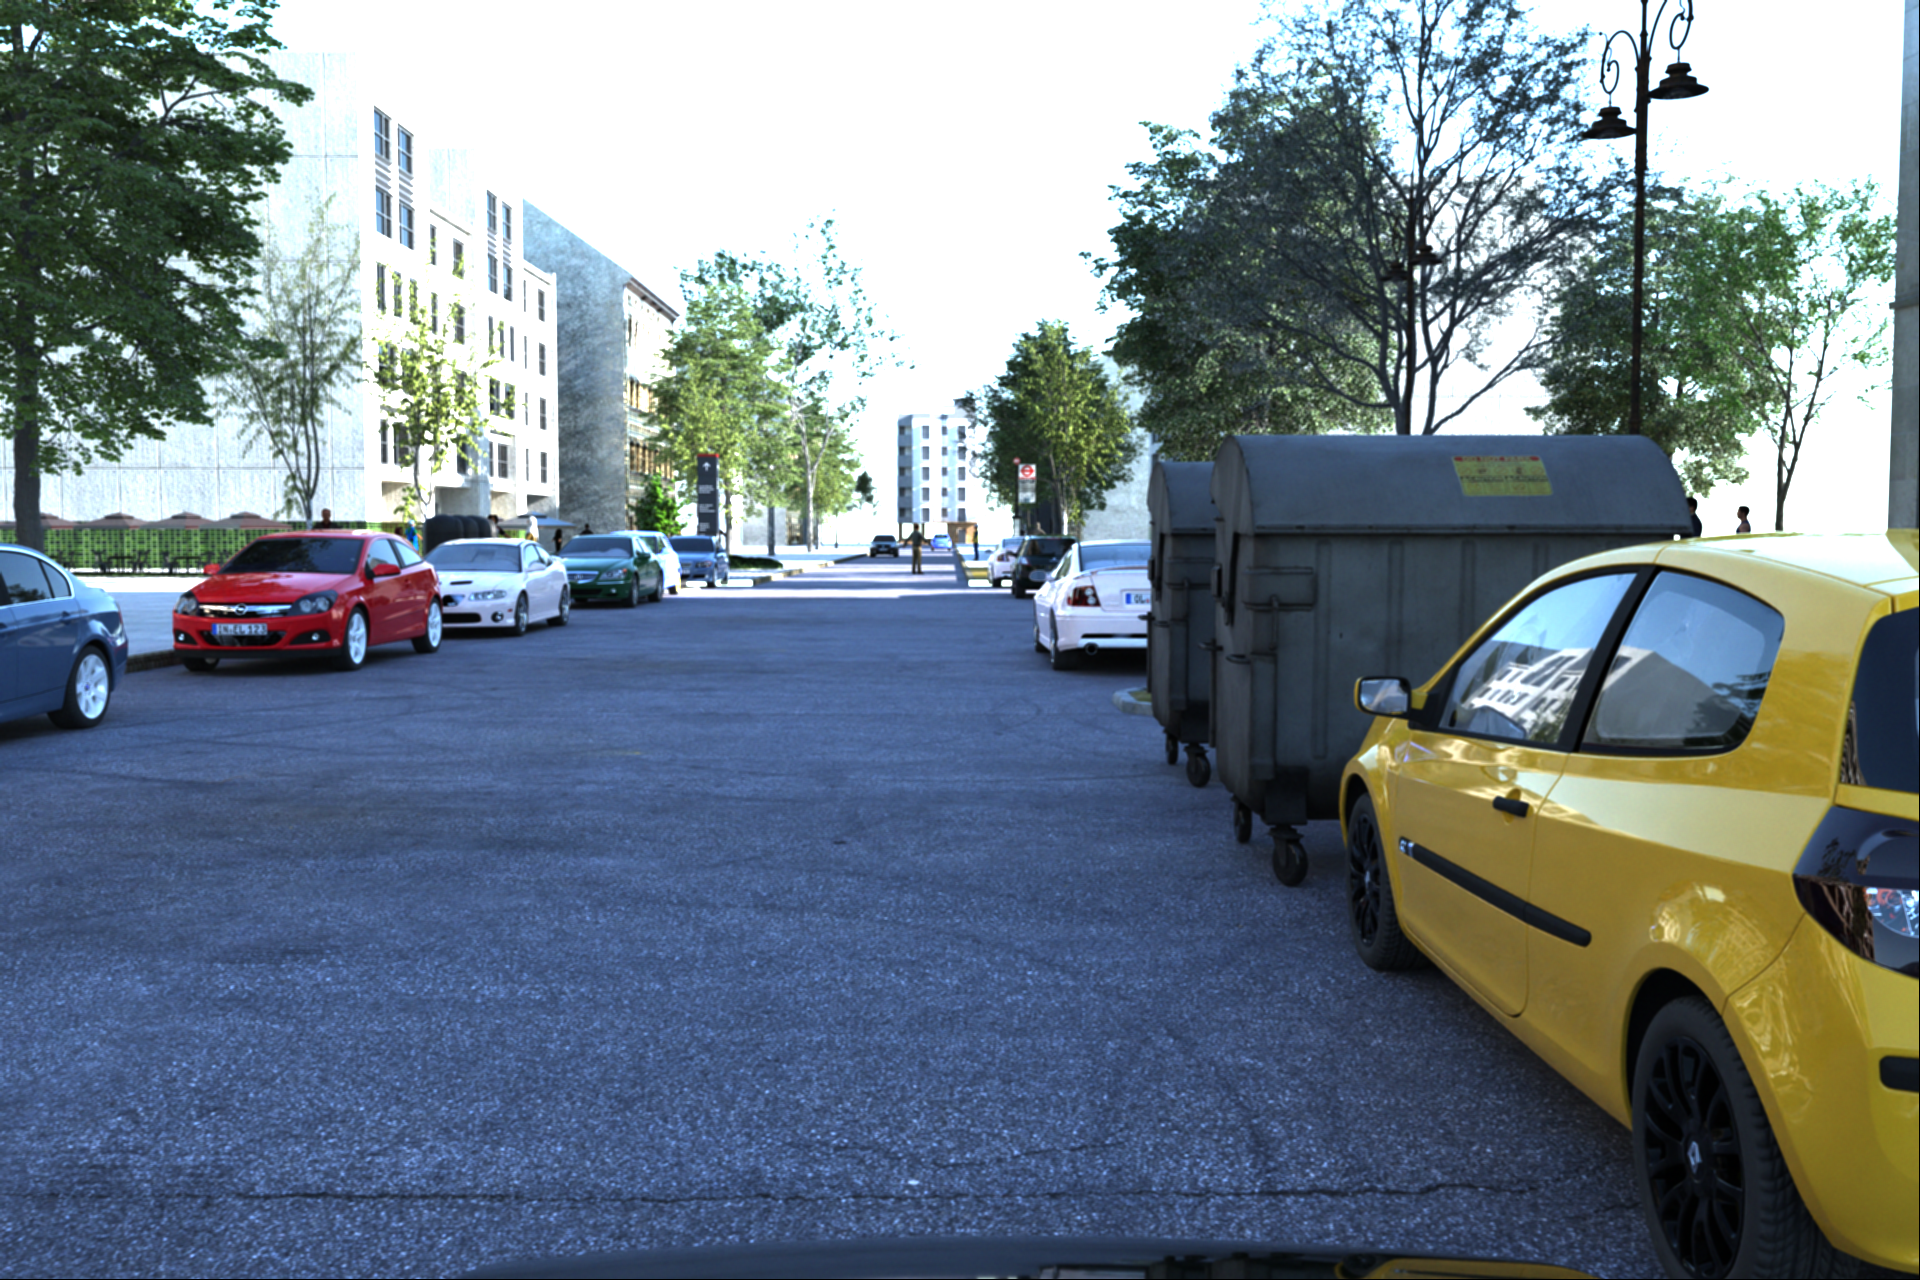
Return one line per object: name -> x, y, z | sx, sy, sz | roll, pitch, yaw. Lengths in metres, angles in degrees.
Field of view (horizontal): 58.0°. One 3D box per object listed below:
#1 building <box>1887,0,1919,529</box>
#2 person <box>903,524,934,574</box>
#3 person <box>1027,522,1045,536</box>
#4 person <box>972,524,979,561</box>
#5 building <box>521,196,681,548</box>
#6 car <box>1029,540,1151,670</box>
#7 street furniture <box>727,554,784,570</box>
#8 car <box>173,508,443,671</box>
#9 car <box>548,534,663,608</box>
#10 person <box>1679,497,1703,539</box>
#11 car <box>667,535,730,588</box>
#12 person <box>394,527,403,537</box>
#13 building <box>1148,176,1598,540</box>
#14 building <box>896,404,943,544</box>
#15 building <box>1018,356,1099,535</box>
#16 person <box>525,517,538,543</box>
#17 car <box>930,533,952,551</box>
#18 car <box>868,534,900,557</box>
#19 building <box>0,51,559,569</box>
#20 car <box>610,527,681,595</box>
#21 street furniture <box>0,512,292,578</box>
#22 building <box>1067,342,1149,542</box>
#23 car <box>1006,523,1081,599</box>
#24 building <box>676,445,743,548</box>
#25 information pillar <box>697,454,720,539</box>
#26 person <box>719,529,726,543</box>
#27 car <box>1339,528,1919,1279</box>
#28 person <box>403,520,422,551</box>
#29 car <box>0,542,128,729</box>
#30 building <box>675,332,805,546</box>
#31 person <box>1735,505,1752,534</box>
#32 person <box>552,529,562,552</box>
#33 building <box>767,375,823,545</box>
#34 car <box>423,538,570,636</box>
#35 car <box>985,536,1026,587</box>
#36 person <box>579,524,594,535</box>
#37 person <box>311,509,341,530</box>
building -> 27.432, -12.943, 13.783 | 24.374, 26.755, 37.873 | 0, 4, -1
person -> -1.528, -3.262, 62.059 | 1.348, 1.796, 0.705 | 2, 4, 35
person -> 3.545, -4.464, 79.121 | 1.348, 1.813, 0.705 | 1, 4, 18
person -> 0.697, -4.702, 83.343 | 0.721, 1.772, 1.216 | 0, 4, 5
building -> -28.825, -17.074, 110.095 | 19.493, 23.208, 18.063 | 0, 4, 0
car -> 1.859, -0.443, 19.610 | 2.083, 1.381, 4.827 | 0, 4, -1
street furniture -> -9.991, -3.096, 66.246 | 5.734, 0.657, 10.072 | -1, 4, -11
car -> -7.210, -0.637, 19.456 | 2.155, 1.783, 4.494 | 0, 4, 0
car -> -7.224, -1.430, 35.180 | 2.131, 1.459, 4.920 | 0, 3, 0
person -> 10.602, -1.174, 25.239 | 0.704, 1.823, 1.345 | 1, 4, 13
car -> -7.369, -2.172, 47.511 | 2.014, 1.417, 4.499 | 0, 4, -1
person -> -12.131, -1.740, 37.660 | 0.599, 1.438, 0.989 | 1, 4, 13
building -> 20.412, -13.934, 94.278 | 16.747, 18.905, 31.486 | 0, 3, 0
building -> -8.674, -23.568, 244.217 | 11.380, 20.090, 16.016 | 0, 4, 1
building -> 20.929, -22.666, 214.567 | 27.936, 21.610, 32.646 | 0, 4, 0
person -> -11.191, -2.333, 44.914 | 0.721, 1.736, 1.217 | 0, 4, -2
car -> -1.634, -8.501, 148.582 | 1.945, 1.707, 3.694 | 0, 4, -2
car -> -4.696, -5.984, 107.630 | 2.009, 1.686, 4.222 | 0, 4, 0
building -> -30.481, -13.031, 79.516 | 16.747, 18.905, 31.486 | 0, 4, 0
car -> -7.488, -1.841, 39.687 | 1.945, 1.707, 3.694 | 0, 4, 0
street furniture -> -35.121, -2.935, 53.013 | 27.439, 1.986, 14.083 | 1, 4, 22
building -> 20.610, -20.809, 171.147 | 19.493, 23.208, 18.063 | 0, 4, 0
car -> 2.068, -1.840, 39.867 | 2.009, 1.686, 4.222 | 0, 3, 0
building -> -25.788, -13.918, 169.707 | 9.099, 9.664, 28.070 | 0, 4, -1
information pillar -> -8.161, -4.088, 56.221 | 0.750, 3.857, 0.750 | 0, 4, -1
person -> -11.112, -4.471, 79.238 | 1.346, 1.812, 0.704 | 0, 4, 7
car -> 2.172, 0.347, 4.556 | 2.015, 1.641, 3.980 | 0, 3, 0
person -> -20.560, -3.606, 65.080 | 1.347, 1.817, 0.704 | 3, 4, 37
car -> -7.247, 0.030, 11.507 | 2.014, 1.417, 4.499 | 0, 4, -1
building -> -27.852, -22.302, 195.563 | 19.493, 23.208, 18.063 | 0, 4, 0
person -> 14.392, -1.576, 31.928 | 0.704, 1.807, 1.345 | 2, 4, 30
person -> -18.678, -4.539, 80.401 | 0.705, 1.806, 1.347 | -2, 4, -27
building -> -27.328, -23.722, 218.775 | 19.493, 23.208, 18.063 | 0, 4, -1
car -> -7.071, -0.818, 25.741 | 2.083, 1.381, 4.827 | 0, 4, -1
car -> 1.747, -2.183, 48.060 | 2.083, 1.381, 4.827 | 0, 4, -1
person -> -17.016, -4.414, 78.896 | 1.216, 1.740, 0.721 | -2, 4, -31
person -> -13.192, -1.830, 36.098 | 1.348, 1.807, 0.705 | -1, 4, -19
